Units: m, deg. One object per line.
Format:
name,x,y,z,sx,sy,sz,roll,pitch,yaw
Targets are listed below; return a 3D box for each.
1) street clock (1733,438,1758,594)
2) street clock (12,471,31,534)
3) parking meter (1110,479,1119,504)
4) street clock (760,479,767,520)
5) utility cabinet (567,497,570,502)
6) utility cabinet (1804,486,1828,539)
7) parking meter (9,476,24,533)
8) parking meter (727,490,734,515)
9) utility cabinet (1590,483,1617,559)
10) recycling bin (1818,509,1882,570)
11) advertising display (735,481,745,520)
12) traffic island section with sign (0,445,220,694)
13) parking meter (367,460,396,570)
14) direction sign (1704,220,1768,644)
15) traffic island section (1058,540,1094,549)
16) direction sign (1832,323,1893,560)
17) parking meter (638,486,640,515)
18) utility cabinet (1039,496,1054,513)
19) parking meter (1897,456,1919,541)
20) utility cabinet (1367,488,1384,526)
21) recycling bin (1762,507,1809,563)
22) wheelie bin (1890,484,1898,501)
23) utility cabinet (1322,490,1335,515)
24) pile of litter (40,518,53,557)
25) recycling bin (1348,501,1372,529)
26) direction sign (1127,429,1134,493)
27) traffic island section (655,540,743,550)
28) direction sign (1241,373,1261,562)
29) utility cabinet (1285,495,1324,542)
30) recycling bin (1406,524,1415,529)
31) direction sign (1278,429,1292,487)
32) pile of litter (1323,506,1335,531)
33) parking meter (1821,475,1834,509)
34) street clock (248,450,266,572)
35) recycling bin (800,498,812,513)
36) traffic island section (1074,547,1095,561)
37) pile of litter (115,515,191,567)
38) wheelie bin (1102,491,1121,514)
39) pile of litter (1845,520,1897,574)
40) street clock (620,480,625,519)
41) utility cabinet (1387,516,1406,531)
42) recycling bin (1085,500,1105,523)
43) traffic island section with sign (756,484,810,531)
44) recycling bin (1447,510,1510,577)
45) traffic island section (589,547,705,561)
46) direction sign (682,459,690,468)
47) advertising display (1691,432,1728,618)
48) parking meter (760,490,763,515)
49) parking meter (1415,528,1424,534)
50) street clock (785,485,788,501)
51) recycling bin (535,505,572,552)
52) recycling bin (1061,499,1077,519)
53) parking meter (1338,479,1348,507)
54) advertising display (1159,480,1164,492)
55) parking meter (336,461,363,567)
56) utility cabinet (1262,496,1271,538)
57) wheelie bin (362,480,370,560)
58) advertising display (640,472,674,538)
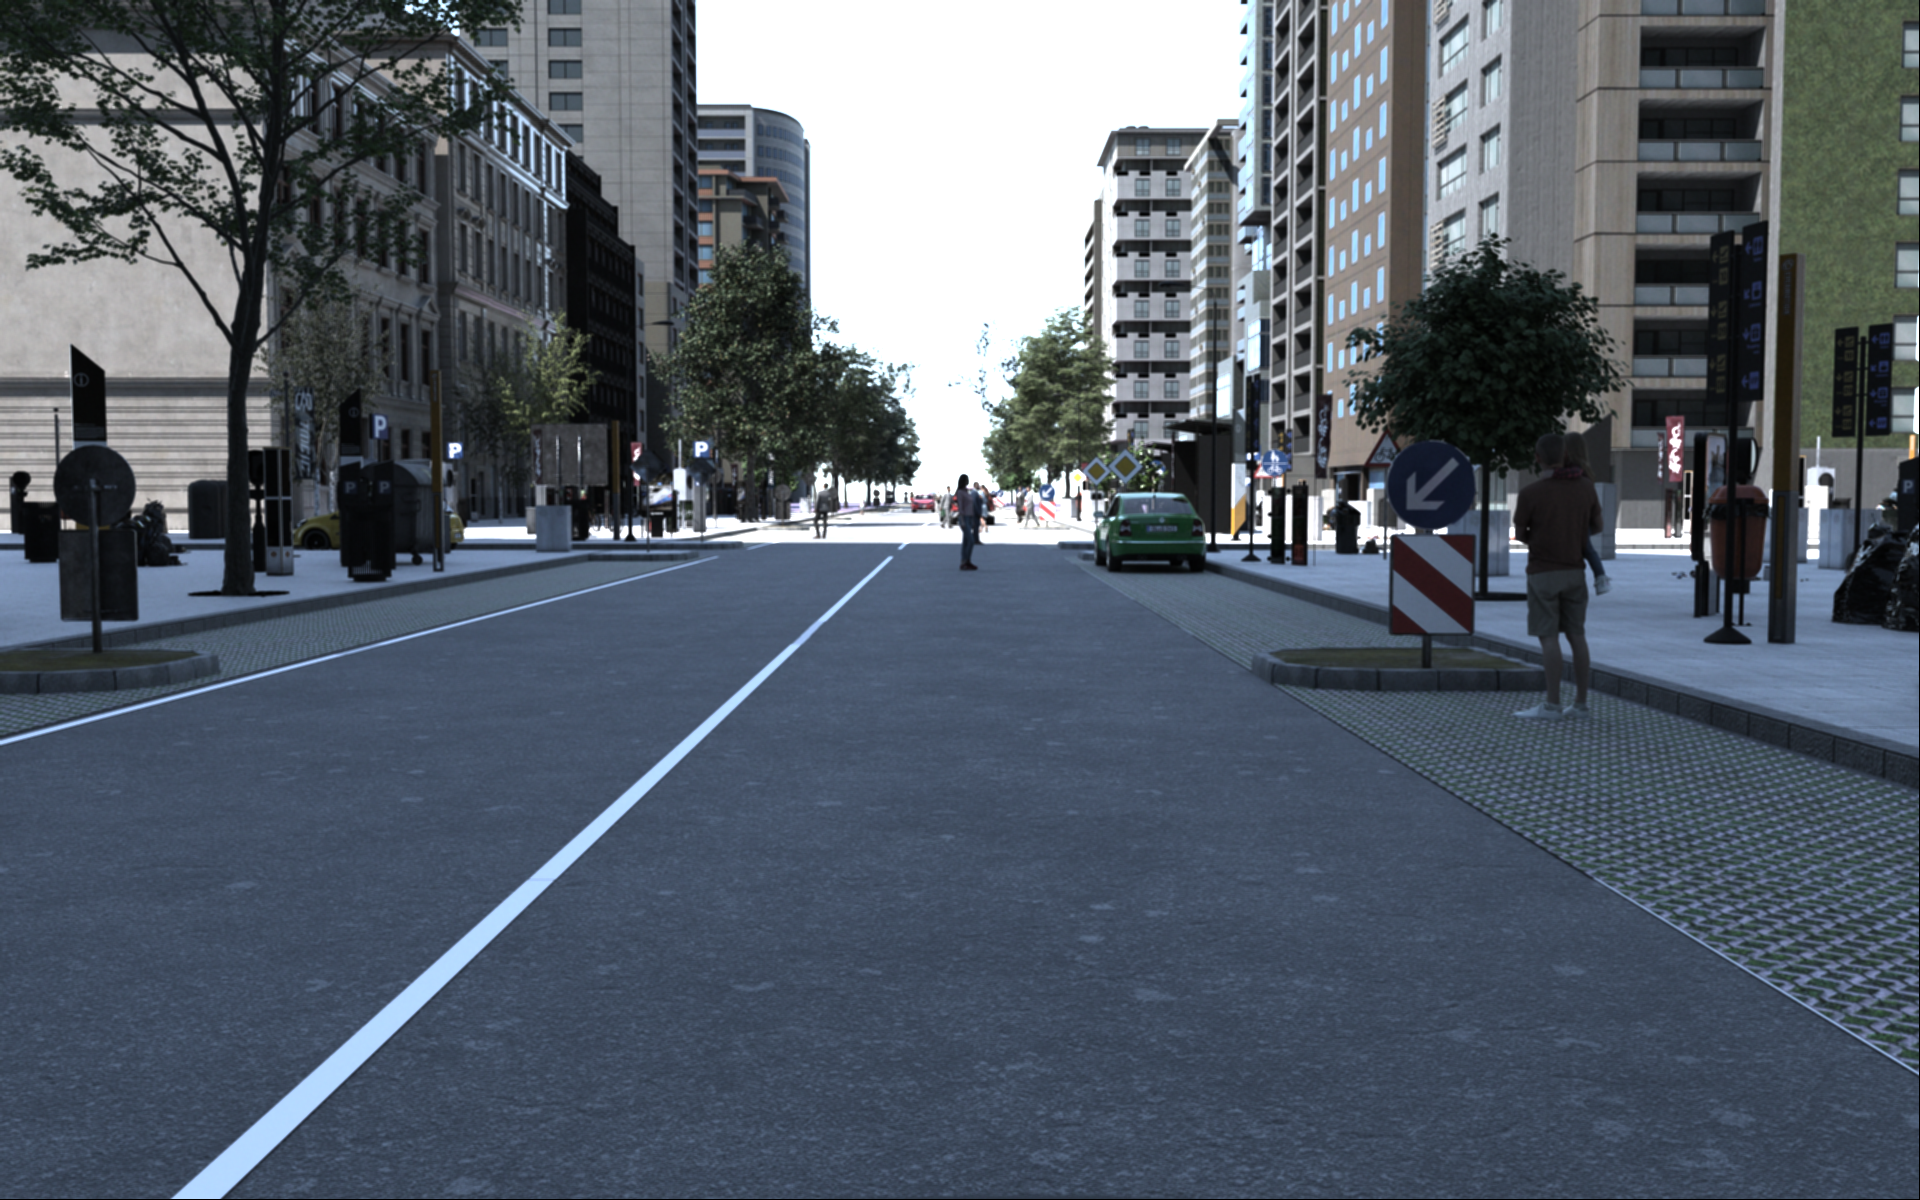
street clock,10.081,-1.086,22.325,0.358,2.002,0.471,3,5,41
street clock,-29.857,-3.094,55.149,0.471,2.002,0.358,0,4,2
parking meter,5.823,-3.641,65.245,0.255,1.863,0.399,2,4,25
street clock,-9.664,-4.934,85.235,0.358,2.002,0.471,1,4,16
utility cabinet,-11.698,-2.457,51.338,0.306,1.237,1.020,-1,4,-14
utility cabinet,23.658,-2.438,48.544,1.173,1.500,0.318,2,4,23
parking meter,-30.903,-3.123,56.780,0.399,1.863,0.255,2,4,26
parking meter,-14.063,-5.974,106.083,0.372,1.533,0.369,0,3,0
utility cabinet,12.514,-1.561,34.201,0.318,1.500,1.173,-1,4,-10
recycling bin,15.210,-1.043,29.603,0.722,1.027,0.722,0,4,-5
advertising display,-10.777,-4.872,84.871,0.123,1.923,0.974,1,4,18
traffic island section with sign,-6.882,-0.284,13.268,1.989,1.847,2.006,0,3,0
parking meter,-9.820,-1.449,29.397,0.399,1.863,0.255,-3,4,-38
direction sign,6.630,-1.398,14.854,0.379,3.537,0.876,0,4,-5
traffic island section,3.649,-1.459,46.135,2.009,0.180,2.903,0,3,0
direction sign,12.172,-1.923,23.433,0.379,3.537,0.876,-1,4,-23
parking meter,-19.260,-6.003,103.862,0.399,1.863,0.255,1,4,17
utility cabinet,5.800,-6.415,116.042,1.020,1.237,0.306,-1,4,-18
parking meter,14.779,-1.295,26.876,0.255,1.863,0.399,-1,4,-21
utility cabinet,16.457,-3.657,68.479,0.318,1.500,1.173,3,4,38
recycling bin,15.372,-1.218,32.463,0.722,1.027,0.722,0,4,-4
wheelie bin,28.207,-2.679,51.709,0.980,1.594,0.693,-1,4,-14
utility cabinet,17.902,-4.621,84.235,0.318,1.500,1.173,0,4,-6
pile of litter,-18.242,-1.294,35.120,1.176,0.858,1.719,-1,4,-23
recycling bin,14.576,-3.094,63.140,0.722,1.027,0.722,2,4,26
direction sign,5.951,-4.184,60.410,0.379,3.537,0.876,0,4,-8
traffic island section,-6.892,-1.459,46.132,2.009,0.180,2.903,0,3,0
direction sign,5.567,-2.508,33.005,0.379,3.537,0.876,0,4,-6
utility cabinet,9.355,-2.198,47.094,1.020,1.237,0.306,3,5,40
recycling bin,16.577,-3.153,64.109,0.722,1.027,0.722,2,4,23
direction sign,11.368,-4.198,60.629,0.379,3.537,0.876,-1,4,-21
pile of litter,12.810,-2.859,60.709,1.719,0.858,1.176,-3,4,-36
parking meter,27.117,-2.965,54.183,0.399,1.863,0.255,-3,5,-39
street clock,-11.549,-1.464,28.514,0.471,2.002,0.358,0,4,-2
recycling bin,-10.216,-6.249,114.730,0.722,1.027,0.722,0,4,-1
traffic island section,3.655,-0.971,38.150,2.009,0.180,2.903,0,3,0
pile of litter,-14.764,-1.035,30.894,1.719,0.858,1.176,-1,4,-9
wheelie bin,7.000,-4.407,79.963,0.980,1.594,0.693,2,4,34
pile of litter,15.128,-0.859,28.015,1.719,0.858,1.176,0,4,3
street clock,-17.524,-5.220,89.918,0.358,2.002,0.471,0,4,-3
utility cabinet,15.386,-3.060,61.190,0.306,1.237,1.020,3,5,44
recycling bin,5.961,-3.906,76.412,0.722,1.027,0.722,-1,4,-14
traffic island section with sign,-6.913,-3.620,67.820,1.989,1.847,2.006,0,3,0
recycling bin,8.161,-0.900,27.277,0.722,1.027,0.722,-3,5,-39
traffic island section,-6.887,-0.970,38.147,2.009,0.180,2.903,0,3,0
direction sign,-13.644,-5.746,85.949,0.379,3.537,0.876,-3,4,-39
advertising display,7.909,-0.799,18.285,0.123,1.923,0.974,3,4,36
parking meter,-12.064,-5.983,106.232,0.372,1.533,0.369,0,3,0
parking meter,14.625,-3.013,54.975,0.399,1.863,0.255,1,4,23
street clock,-9.701,-5.582,95.840,0.471,2.002,0.358,-1,4,-12
recycling bin,-9.062,-1.596,38.655,0.722,1.027,0.722,0,4,-7
recycling bin,5.817,-4.802,91.068,0.722,1.027,0.722,-3,5,-40
parking meter,14.622,-3.698,66.181,0.255,1.863,0.399,-1,4,-17
advertising display,8.883,-4.393,77.036,0.123,1.923,0.974,1,4,22
parking meter,-10.796,-1.523,30.620,0.399,1.863,0.255,-2,4,-25
utility cabinet,9.340,-2.411,50.576,1.020,1.237,0.306,3,5,43
wheelie bin,-11.502,-1.576,33.673,0.693,1.594,0.980,0,4,-6
advertising display,-8.904,-2.791,50.851,0.974,1.923,0.123,-1,4,-14
